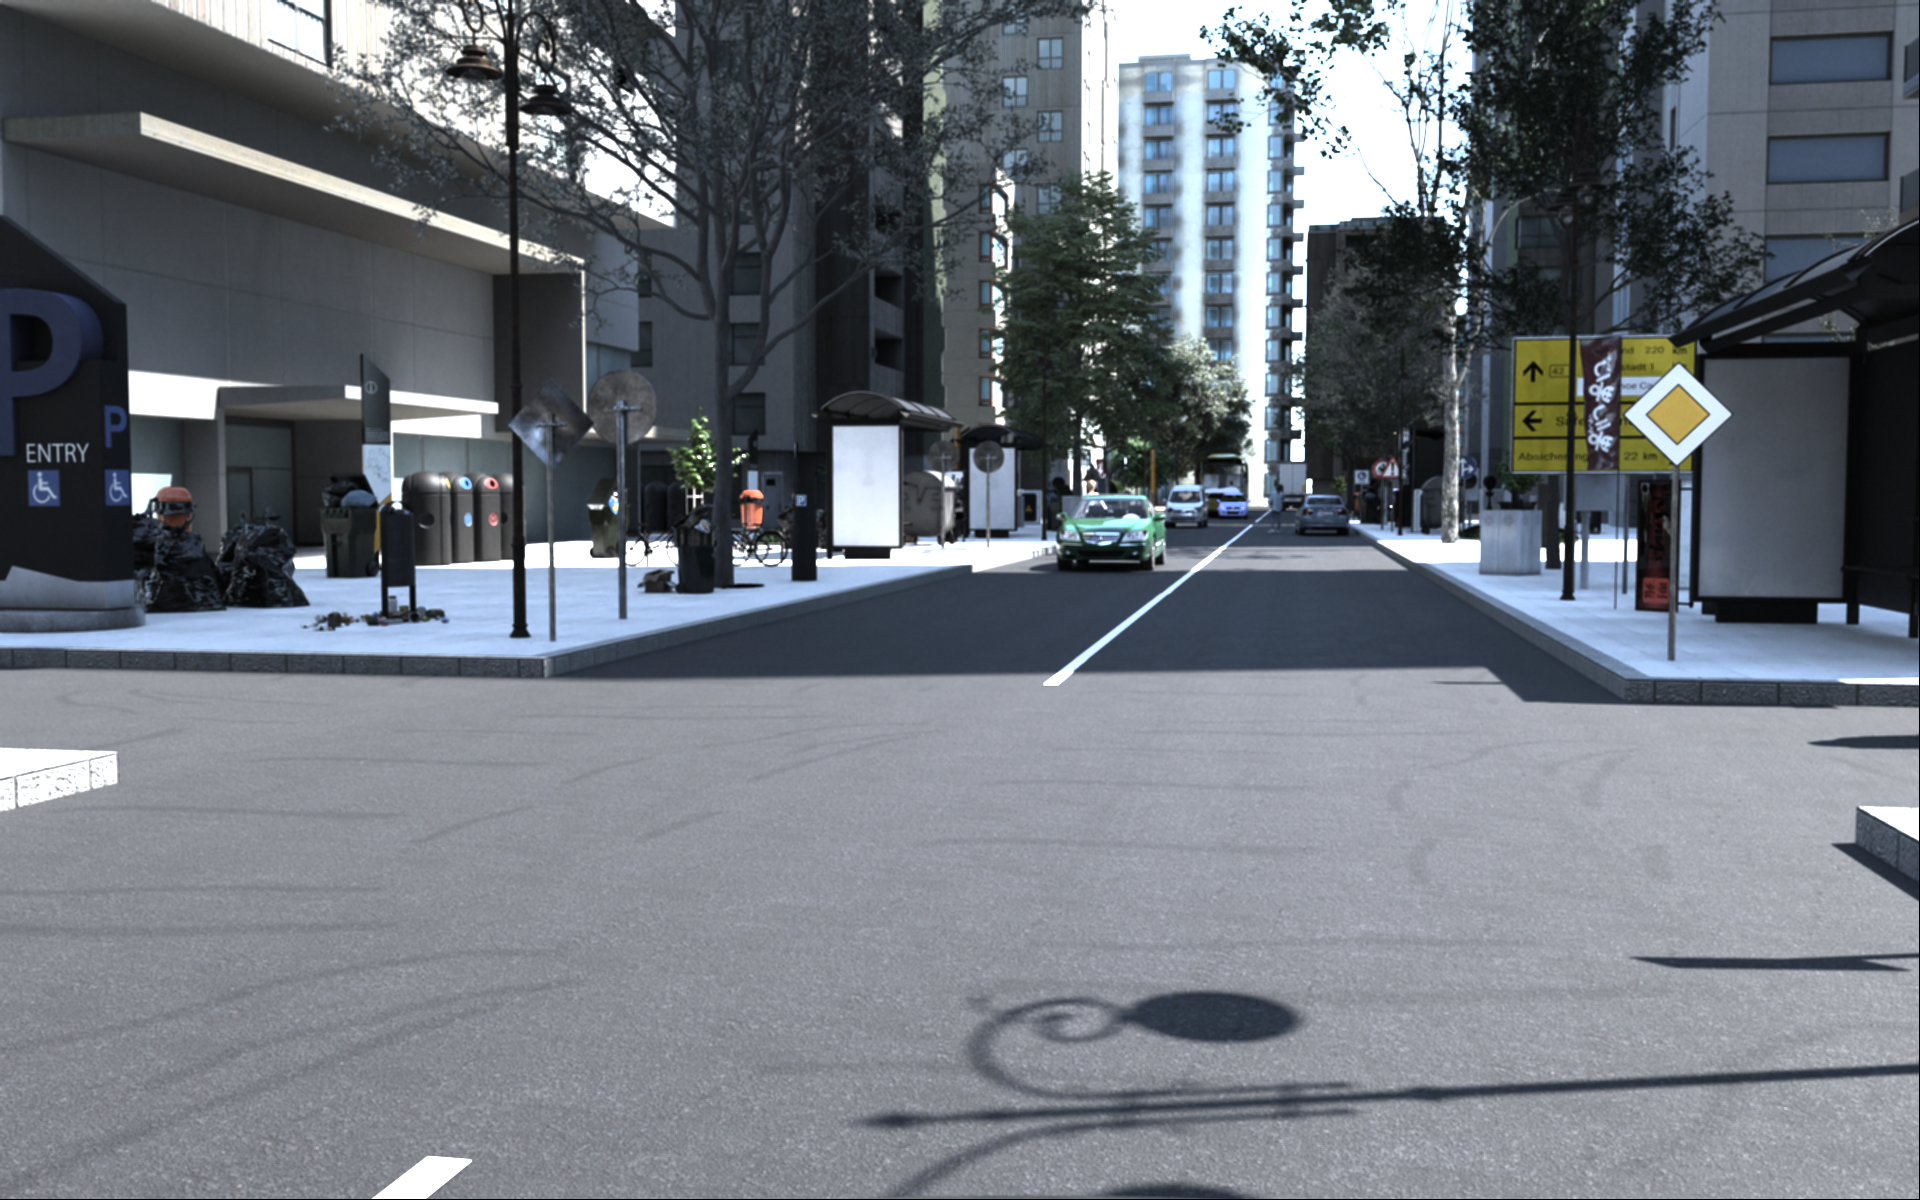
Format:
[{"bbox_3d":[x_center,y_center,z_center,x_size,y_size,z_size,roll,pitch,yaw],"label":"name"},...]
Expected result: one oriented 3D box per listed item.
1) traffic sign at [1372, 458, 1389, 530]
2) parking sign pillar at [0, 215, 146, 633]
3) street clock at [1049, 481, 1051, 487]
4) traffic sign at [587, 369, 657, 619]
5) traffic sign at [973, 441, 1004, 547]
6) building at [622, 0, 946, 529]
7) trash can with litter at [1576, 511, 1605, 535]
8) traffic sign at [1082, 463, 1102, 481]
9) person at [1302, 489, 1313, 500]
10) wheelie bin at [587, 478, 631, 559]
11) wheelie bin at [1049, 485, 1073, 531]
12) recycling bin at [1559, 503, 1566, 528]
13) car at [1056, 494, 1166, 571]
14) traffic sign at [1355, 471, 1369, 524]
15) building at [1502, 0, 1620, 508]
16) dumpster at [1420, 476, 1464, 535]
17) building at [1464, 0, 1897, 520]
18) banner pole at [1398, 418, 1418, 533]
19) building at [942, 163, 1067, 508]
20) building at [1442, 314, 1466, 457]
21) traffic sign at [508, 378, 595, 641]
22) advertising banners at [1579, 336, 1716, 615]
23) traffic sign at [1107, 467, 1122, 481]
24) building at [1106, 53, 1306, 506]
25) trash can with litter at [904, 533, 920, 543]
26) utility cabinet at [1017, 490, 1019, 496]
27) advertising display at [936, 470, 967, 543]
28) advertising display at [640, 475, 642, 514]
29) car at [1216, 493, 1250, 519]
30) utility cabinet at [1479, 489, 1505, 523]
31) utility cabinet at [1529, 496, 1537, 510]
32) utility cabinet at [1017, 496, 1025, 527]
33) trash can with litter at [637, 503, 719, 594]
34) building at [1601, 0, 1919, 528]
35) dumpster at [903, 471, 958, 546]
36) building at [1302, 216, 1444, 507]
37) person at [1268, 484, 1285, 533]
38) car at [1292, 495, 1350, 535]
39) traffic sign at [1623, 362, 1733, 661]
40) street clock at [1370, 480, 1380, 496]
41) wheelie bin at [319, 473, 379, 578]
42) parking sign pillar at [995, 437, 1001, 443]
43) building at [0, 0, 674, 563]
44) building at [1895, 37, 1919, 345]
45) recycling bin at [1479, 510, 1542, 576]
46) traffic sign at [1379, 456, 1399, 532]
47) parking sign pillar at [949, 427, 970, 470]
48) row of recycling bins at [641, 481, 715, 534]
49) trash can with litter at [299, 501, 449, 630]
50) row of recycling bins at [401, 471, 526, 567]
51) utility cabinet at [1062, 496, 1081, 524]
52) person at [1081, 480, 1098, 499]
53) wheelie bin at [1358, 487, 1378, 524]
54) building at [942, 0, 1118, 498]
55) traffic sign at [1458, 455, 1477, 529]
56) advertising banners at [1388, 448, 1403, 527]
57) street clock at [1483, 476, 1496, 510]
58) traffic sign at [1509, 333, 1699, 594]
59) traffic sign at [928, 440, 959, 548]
[{"bbox_3d":[15.088,-3.775,61.827,0.768,2.556,0.104,1,4,12],"label":"traffic sign"},{"bbox_3d":[-8.643,-1.718,16.565,1.447,3.967,1.447,1,4,12],"label":"parking sign pillar"},{"bbox_3d":[4.619,-4.918,84.985,0.471,2.002,0.358,1,4,21],"label":"street clock"},{"bbox_3d":[-3.467,-1.078,17.736,0.768,2.556,0.104,1,4,12],"label":"traffic sign"},{"bbox_3d":[0.678,-2.538,41.603,0.768,2.556,0.104,1,4,16],"label":"traffic sign"},{"bbox_3d":[-8.778,-18.202,69.312,14.160,30.474,14.107,1,4,11],"label":"building"},{"bbox_3d":[19.664,-2.728,55.667,2.233,1.210,1.678,1,4,12],"label":"trash can with litter"},{"bbox_3d":[5.547,-4.450,72.760,0.884,2.594,0.081,1,4,19],"label":"traffic sign"},{"bbox_3d":[27.727,-7.882,137.377,1.348,1.824,0.705,2,4,30],"label":"person"},{"bbox_3d":[-7.017,-1.634,34.631,0.693,1.594,0.980,-3,5,-45],"label":"wheelie bin"},{"bbox_3d":[3.484,-3.172,59.775,0.980,1.594,0.693,-3,4,-36],"label":"wheelie bin"},{"bbox_3d":[17.478,-2.343,50.863,0.722,1.027,0.722,0,4,-7],"label":"recycling bin"},{"bbox_3d":[3.027,-1.361,34.056,2.131,1.459,4.920,1,4,11],"label":"car"},{"bbox_3d":[17.169,-4.398,74.043,0.606,2.300,0.079,1,4,15],"label":"traffic sign"},{"bbox_3d":[35.955,-19.563,91.556,14.160,30.474,14.107,1,4,11],"label":"building"},{"bbox_3d":[15.396,-3.029,55.284,1.264,1.857,1.865,1,4,11],"label":"dumpster"},{"bbox_3d":[43.779,-34.820,111.304,21.231,58.520,28.212,1,4,11],"label":"building"},{"bbox_3d":[14.813,-4.116,57.308,0.863,3.779,0.401,-2,4,-27],"label":"banner pole"},{"bbox_3d":[-8.985,-16.047,107.416,27.650,21.520,28.899,1,4,11],"label":"building"},{"bbox_3d":[65.665,-20.785,184.874,28.899,21.520,27.650,1,4,11],"label":"building"},{"bbox_3d":[-3.547,-0.697,15.031,0.795,2.450,0.064,1,4,11],"label":"traffic sign"},{"bbox_3d":[7.626,-1.384,18.809,0.090,3.025,2.074,-3,4,-38],"label":"advertising banners"},{"bbox_3d":[7.189,-4.948,81.009,0.768,2.556,0.104,1,4,17],"label":"traffic sign"},{"bbox_3d":[22.491,-34.970,191.359,30.456,49.044,23.786,1,4,11],"label":"building"},{"bbox_3d":[-1.570,-2.077,45.352,1.055,1.170,0.624,1,4,9],"label":"trash can with litter"},{"bbox_3d":[2.742,-4.842,87.840,1.173,1.500,0.318,3,4,37],"label":"utility cabinet"},{"bbox_3d":[-0.239,-2.499,46.080,0.974,1.923,0.123,3,4,37],"label":"advertising display"},{"bbox_3d":[-10.565,-3.030,54.755,0.974,1.923,0.123,-1,4,-9],"label":"advertising display"},{"bbox_3d":[15.856,-5.558,100.457,1.945,1.707,3.694,1,4,9],"label":"car"},{"bbox_3d":[23.314,-4.113,75.924,1.173,1.500,0.318,-2,4,-25],"label":"utility cabinet"},{"bbox_3d":[19.724,-2.902,58.609,1.020,1.237,0.306,-2,4,-29],"label":"utility cabinet"},{"bbox_3d":[2.078,-3.456,67.665,0.306,1.237,1.020,-3,5,-41],"label":"utility cabinet"},{"bbox_3d":[-3.662,-0.675,22.424,1.055,1.170,0.624,1,4,11],"label":"trash can with litter"},{"bbox_3d":[35.934,-31.931,64.078,21.231,58.520,28.212,1,4,11],"label":"building"},{"bbox_3d":[-0.830,-2.302,43.395,1.264,1.857,1.865,1,4,11],"label":"dumpster"},{"bbox_3d":[43.462,-25.154,182.974,14.107,30.474,14.160,1,4,11],"label":"building"},{"bbox_3d":[11.700,-3.382,64.054,0.793,1.790,0.793,-3,5,-41],"label":"person"},{"bbox_3d":[12.817,-3.020,61.386,2.014,1.417,4.499,1,4,9],"label":"car"},{"bbox_3d":[5.481,-0.590,13.290,0.795,2.450,0.064,1,4,11],"label":"traffic sign"},{"bbox_3d":[20.706,-5.007,86.439,0.358,2.002,0.471,-1,4,-23],"label":"street clock"},{"bbox_3d":[-9.386,-1.146,26.648,0.980,1.594,0.693,1,4,19],"label":"wheelie bin"},{"bbox_3d":[1.050,-5.090,71.686,1.447,3.967,1.447,-2,4,-30],"label":"parking sign pillar"},{"bbox_3d":[-23.034,-27.507,38.984,28.713,52.752,27.495,1,4,11],"label":"building"},{"bbox_3d":[23.877,-22.903,24.571,14.200,45.320,14.600,1,4,11],"label":"building"},{"bbox_3d":[8.797,-0.925,27.676,0.722,1.027,0.722,-3,5,-42],"label":"recycling bin"},{"bbox_3d":[14.561,-3.566,58.316,0.884,2.594,0.081,1,4,20],"label":"traffic sign"},{"bbox_3d":[-0.210,-4.981,69.908,1.447,3.967,1.447,1,4,13],"label":"parking sign pillar"},{"bbox_3d":[-9.368,-2.994,56.072,3.534,1.692,1.069,1,4,22],"label":"row of recycling bins"},{"bbox_3d":[-5.933,-0.383,17.314,1.678,1.210,2.233,1,4,15],"label":"trash can with litter"},{"bbox_3d":[-9.247,-1.539,32.278,1.069,1.692,3.534,1,4,15],"label":"row of recycling bins"},{"bbox_3d":[3.760,-2.881,58.263,0.306,1.237,1.020,2,4,27],"label":"utility cabinet"},{"bbox_3d":[3.046,-1.778,38.240,0.731,1.740,0.598,-1,4,-16],"label":"person"},{"bbox_3d":[17.711,-4.113,75.152,0.693,1.594,0.980,-2,4,-24],"label":"wheelie bin"},{"bbox_3d":[-1.054,-34.021,145.486,27.495,52.752,28.713,1,4,11],"label":"building"},{"bbox_3d":[16.664,-3.494,57.234,0.768,2.556,0.104,1,4,18],"label":"traffic sign"},{"bbox_3d":[17.022,-4.343,67.197,0.090,3.025,2.074,3,4,38],"label":"advertising banners"},{"bbox_3d":[21.106,-3.942,69.029,0.471,2.002,0.358,-2,4,-24],"label":"street clock"},{"bbox_3d":[8.231,-1.734,22.227,2.265,3.308,0.079,1,4,12],"label":"traffic sign"},{"bbox_3d":[-0.401,-2.506,41.080,0.768,2.556,0.104,1,4,12],"label":"traffic sign"}]
